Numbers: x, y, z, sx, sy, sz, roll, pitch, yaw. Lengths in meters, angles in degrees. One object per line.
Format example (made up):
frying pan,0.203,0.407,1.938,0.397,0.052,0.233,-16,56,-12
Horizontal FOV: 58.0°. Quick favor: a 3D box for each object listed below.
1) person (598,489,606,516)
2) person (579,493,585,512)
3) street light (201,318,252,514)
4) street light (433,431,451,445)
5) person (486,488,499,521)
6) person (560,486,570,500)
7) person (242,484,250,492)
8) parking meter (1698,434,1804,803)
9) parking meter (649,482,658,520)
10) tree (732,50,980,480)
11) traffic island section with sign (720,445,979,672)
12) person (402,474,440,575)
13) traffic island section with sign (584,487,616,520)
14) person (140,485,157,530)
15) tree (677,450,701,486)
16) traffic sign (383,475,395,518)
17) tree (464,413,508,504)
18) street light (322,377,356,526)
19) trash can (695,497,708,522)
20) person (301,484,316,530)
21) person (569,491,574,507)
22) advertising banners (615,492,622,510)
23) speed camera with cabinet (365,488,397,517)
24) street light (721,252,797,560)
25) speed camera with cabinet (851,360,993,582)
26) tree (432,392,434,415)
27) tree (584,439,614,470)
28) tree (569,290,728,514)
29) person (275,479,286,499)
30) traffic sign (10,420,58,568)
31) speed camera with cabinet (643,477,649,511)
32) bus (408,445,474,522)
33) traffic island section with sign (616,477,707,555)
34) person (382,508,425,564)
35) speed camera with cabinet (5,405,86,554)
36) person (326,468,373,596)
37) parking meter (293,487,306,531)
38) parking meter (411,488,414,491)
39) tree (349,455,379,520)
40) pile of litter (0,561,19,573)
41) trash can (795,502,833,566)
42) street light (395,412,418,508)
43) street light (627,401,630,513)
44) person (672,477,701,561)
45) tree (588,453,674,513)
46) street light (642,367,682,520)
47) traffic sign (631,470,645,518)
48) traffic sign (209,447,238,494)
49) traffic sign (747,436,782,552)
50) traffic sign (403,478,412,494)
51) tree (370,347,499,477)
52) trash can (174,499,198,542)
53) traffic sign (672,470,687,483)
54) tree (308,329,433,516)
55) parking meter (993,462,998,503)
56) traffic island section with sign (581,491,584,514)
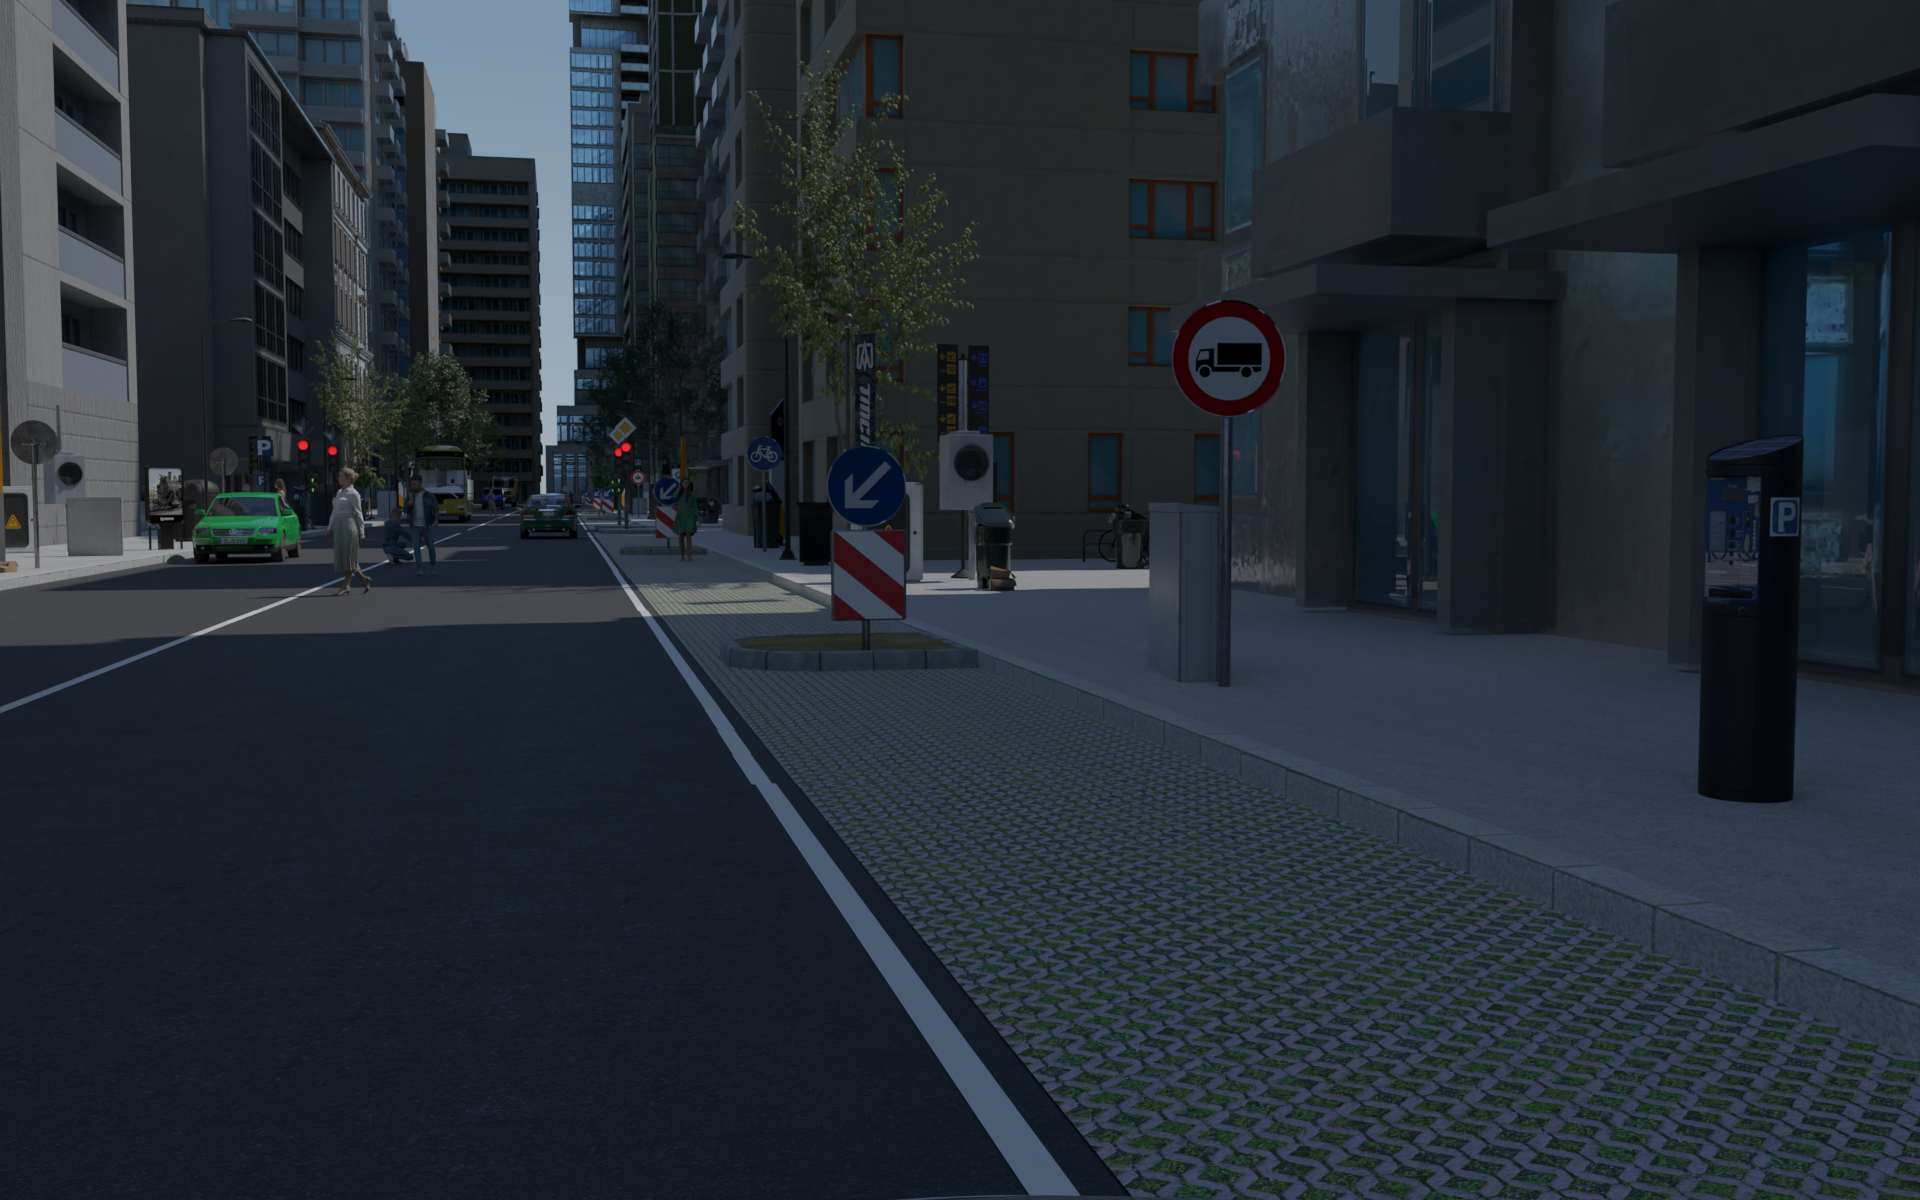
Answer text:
person,-23.311,-6.363,112.763,0.641,1.798,0.478,3,4,36
person,-29.875,-7.713,137.202,0.503,1.515,0.523,2,4,32
street light,-19.361,-4.476,45.719,1.470,5.913,1.316,-1,4,-13
street light,-38.072,-9.462,127.252,1.470,5.913,1.316,-1,4,-13
person,-25.260,-5.183,93.576,0.599,1.781,0.374,1,4,21
person,-17.719,-4.218,77.650,0.537,1.800,0.526,1,4,12
person,-25.672,-3.274,62.213,0.537,1.800,0.526,-1,4,-15
parking meter,3.339,0.067,7.321,0.372,1.533,0.369,0,3,0
parking meter,-15.111,-4.872,85.370,0.399,1.863,0.255,-2,4,-24
tree,-1.838,-4.821,29.194,4.737,8.622,4.395,0,3,0
traffic island section with sign,-1.032,-0.382,14.876,1.989,1.847,2.006,-1,4,-13
person,-9.537,-1.334,30.659,0.623,1.781,0.721,-1,4,-19
traffic island section with sign,-19.455,-5.283,95.005,1.989,1.847,2.006,-1,4,-13
person,-30.162,-3.452,65.154,1.509,1.804,0.699,0,4,-7
tree,-21.100,-8.941,129.899,4.285,4.588,4.351,0,3,0
traffic sign,-30.293,-5.493,91.934,0.606,2.300,0.079,-1,4,-12
tree,-60.540,-17.811,216.961,9.928,11.665,9.643,0,3,0
street light,-24.699,-5.895,68.919,1.470,5.913,1.316,-1,4,-13
trash can,-12.160,-4.237,80.936,0.748,1.137,0.748,0,3,0
person,-25.082,-3.526,66.246,0.767,1.812,0.694,0,4,3
person,-42.192,-10.970,188.303,0.568,1.767,0.683,2,4,27
advertising banners,-26.836,-8.602,136.828,0.090,3.025,2.074,-2,4,-35
speed camera with cabinet,-32.543,-6.257,96.635,2.038,3.252,0.660,-1,4,-10
street light,-3.896,-3.733,33.584,1.470,5.913,1.316,-1,4,-13
speed camera with cabinet,-0.569,-1.897,25.350,2.038,3.252,0.660,-1,4,-16
tree,-33.483,-9.366,103.491,4.737,8.622,4.395,0,3,0
tree,-43.634,-15.916,210.596,4.360,8.622,3.978,0,3,0
tree,-13.269,-8.891,79.775,7.601,10.594,8.767,0,4,1
person,-17.904,-2.262,45.501,0.388,1.821,0.555,-2,4,-33
traffic sign,-15.945,-1.820,29.855,0.768,2.556,0.104,-1,4,-9
speed camera with cabinet,-24.073,-8.504,133.373,0.660,3.252,2.038,-1,4,-8
bus,-26.999,-6.071,90.811,2.896,3.916,12.252,-1,4,-14
traffic island section with sign,-7.106,-1.998,41.292,1.989,1.847,2.006,-1,4,-13
person,-11.590,-1.330,35.741,0.738,1.151,1.012,-3,5,-41
speed camera with cabinet,-20.303,-2.666,37.919,0.660,3.252,2.038,3,4,37
person,-8.622,-0.965,24.509,0.641,1.798,0.478,-3,5,-44
parking meter,-22.784,-3.139,59.736,0.372,1.533,0.369,0,3,0
parking meter,-34.787,-6.410,110.509,0.255,1.863,0.399,1,4,13
tree,-29.424,-5.494,84.433,1.663,3.219,1.824,0,3,0
pile of litter,-16.210,-0.895,28.596,1.176,0.858,1.719,-2,4,-32
trash can,-2.590,-1.192,31.149,0.748,1.137,0.748,0,3,0
street light,-31.449,-7.691,98.292,1.470,5.913,1.316,-1,4,-13
street light,-16.026,-6.959,86.326,1.470,5.913,1.316,-1,4,-13
person,-5.833,-1.720,36.873,0.600,1.795,0.529,-1,4,-16
tree,-22.788,-8.260,118.757,4.285,4.588,4.351,0,3,0
street light,-10.752,-5.558,63.420,1.470,5.913,1.316,-1,4,-13
traffic sign,-17.353,-5.709,93.440,0.768,2.556,0.104,0,4,-4
traffic sign,-20.131,-2.890,47.362,0.768,2.556,0.104,0,4,-4
traffic sign,-4.319,-2.333,38.253,0.768,2.556,0.104,0,4,-5
traffic sign,-34.872,-6.559,109.373,0.606,2.300,0.079,0,4,-5
tree,-40.985,-13.359,135.419,9.611,12.733,9.660,0,3,0
trash can,-20.924,-2.143,46.684,0.748,1.137,0.748,0,3,0
traffic sign,-11.438,-4.192,70.674,0.606,2.300,0.079,-1,4,-8
tree,-27.268,-7.811,78.065,4.737,8.622,4.395,0,3,0
parking meter,0.565,-1.592,31.743,0.255,1.863,0.399,0,4,3
traffic island section with sign,-25.588,-6.913,121.649,1.989,1.847,2.006,-1,4,-13
